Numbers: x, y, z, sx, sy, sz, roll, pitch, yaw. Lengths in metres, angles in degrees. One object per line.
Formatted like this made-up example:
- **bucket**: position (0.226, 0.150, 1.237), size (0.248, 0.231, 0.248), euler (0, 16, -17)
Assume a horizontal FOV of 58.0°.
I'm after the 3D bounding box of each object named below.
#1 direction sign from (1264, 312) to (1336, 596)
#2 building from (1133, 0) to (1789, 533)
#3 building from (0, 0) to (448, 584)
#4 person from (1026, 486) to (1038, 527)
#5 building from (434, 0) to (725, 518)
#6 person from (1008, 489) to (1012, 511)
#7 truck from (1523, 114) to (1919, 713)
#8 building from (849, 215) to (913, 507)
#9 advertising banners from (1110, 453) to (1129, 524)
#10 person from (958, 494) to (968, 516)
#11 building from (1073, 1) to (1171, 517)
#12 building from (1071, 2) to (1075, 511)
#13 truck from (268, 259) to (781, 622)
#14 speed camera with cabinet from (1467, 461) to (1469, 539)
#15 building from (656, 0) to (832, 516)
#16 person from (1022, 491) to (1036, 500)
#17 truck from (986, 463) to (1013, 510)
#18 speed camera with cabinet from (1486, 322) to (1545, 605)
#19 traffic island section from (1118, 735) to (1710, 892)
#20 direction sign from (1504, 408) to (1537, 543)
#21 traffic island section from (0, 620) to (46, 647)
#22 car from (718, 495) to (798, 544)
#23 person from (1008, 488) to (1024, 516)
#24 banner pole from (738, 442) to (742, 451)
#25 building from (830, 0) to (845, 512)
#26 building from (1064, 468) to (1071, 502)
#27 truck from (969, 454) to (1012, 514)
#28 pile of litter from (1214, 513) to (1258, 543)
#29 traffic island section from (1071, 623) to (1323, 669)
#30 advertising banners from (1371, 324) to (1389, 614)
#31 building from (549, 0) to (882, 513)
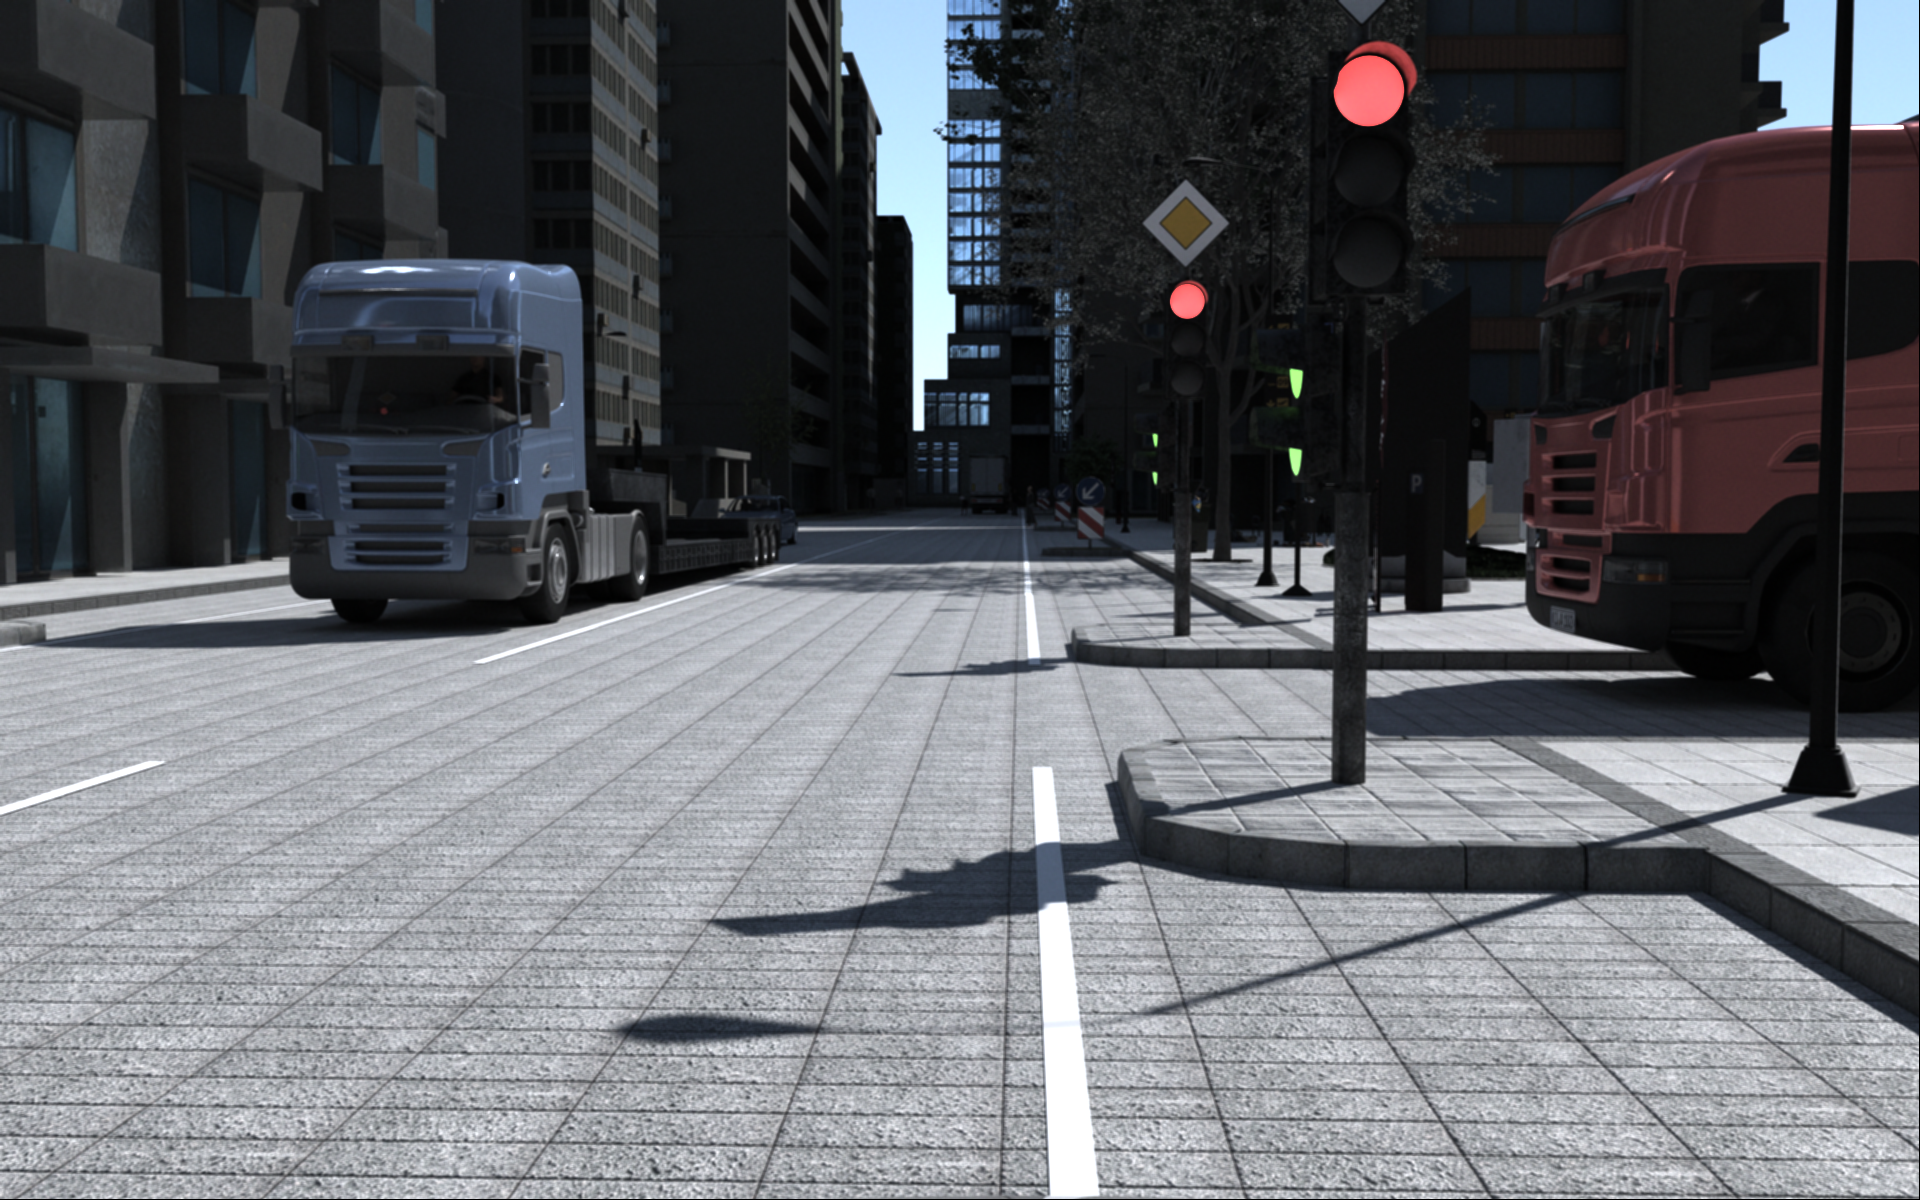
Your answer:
- **direction sign**: position (4.263, -1.823, 21.800), size (0.876, 3.537, 0.379), euler (1, 4, 19)
- **building**: position (18.642, -25.335, 68.854), size (22.147, 44.769, 28.867), euler (0, 4, 2)
- **building**: position (-23.360, -25.151, 30.820), size (23.786, 49.044, 30.456), euler (0, 4, 2)
- **person**: position (3.089, -4.080, 75.629), size (0.534, 1.772, 0.576), euler (-3, 5, -41)
- **building**: position (-25.031, -22.902, 66.329), size (32.217, 40.220, 23.993), euler (0, 4, 2)
- **person**: position (4.326, -8.526, 147.899), size (0.705, 1.824, 1.348), euler (-1, 4, -16)
- **truck**: position (9.283, -1.429, 12.275), size (11.283, 4.237, 2.839), euler (0, 4, 1)
- **building**: position (-12.170, -25.075, 181.671), size (14.107, 30.474, 14.160), euler (0, 4, 2)
- **advertising banners**: position (6.794, -4.754, 73.917), size (0.090, 3.025, 2.074), euler (2, 4, 28)
- **person**: position (0.181, -6.283, 114.423), size (0.799, 1.438, 0.628), euler (1, 4, 17)
- **building**: position (17.991, -29.498, 105.993), size (21.300, 48.544, 21.600), euler (0, 4, 2)
- **building**: position (19.000, -36.009, 130.749), size (21.231, 58.520, 28.212), euler (0, 4, 2)
- **truck**: position (-5.334, -2.232, 26.255), size (2.967, 4.110, 18.799), euler (0, 4, 3)
- **speed camera with cabinet**: position (14.931, -3.299, 48.274), size (0.660, 3.252, 2.038), euler (-2, 4, -24)
- **building**: position (-19.386, -29.253, 101.981), size (21.300, 48.544, 21.600), euler (0, 4, 2)
- **person**: position (5.943, -8.614, 149.426), size (1.348, 1.812, 0.705), euler (2, 4, 26)
- **truck**: position (3.302, -10.379, 158.615), size (2.839, 4.237, 11.283), euler (0, 4, 3)
- **speed camera with cabinet**: position (7.255, -1.601, 20.514), size (2.038, 3.252, 0.660), euler (-2, 4, -28)
- **traffic island section**: position (1.752, 0.891, 7.717), size (2.009, 0.180, 2.903), euler (0, 4, 2)
- **direction sign**: position (14.750, -3.283, 45.676), size (0.876, 3.537, 0.379), euler (0, 4, -4)
- **traffic island section**: position (-9.999, 0.376, 16.126), size (2.009, 0.180, 2.903), euler (0, 4, 2)
- **car**: position (-5.638, -2.221, 48.320), size (2.014, 1.417, 4.499), euler (0, 4, 4)
- **person**: position (3.631, -6.483, 114.504), size (1.348, 1.822, 0.705), euler (-3, 4, -39)
- **banner pole**: position (-10.590, -5.701, 83.224), size (0.401, 3.779, 0.863), euler (0, 4, 5)
- **building**: position (-15.786, -26.714, 120.371), size (14.154, 41.232, 14.086), euler (0, 4, 2)
- **building**: position (19.950, -43.820, 154.710), size (20.563, 71.187, 20.611), euler (0, 4, 2)
- **truck**: position (2.244, -8.511, 128.067), size (2.839, 4.237, 11.283), euler (0, 4, 4)
- **pile of litter**: position (7.409, -1.990, 46.500), size (1.176, 0.858, 1.719), euler (1, 4, 11)
- **traffic island section**: position (2.034, 0.403, 15.697), size (2.009, 0.180, 2.903), euler (0, 4, 2)
- **advertising banners**: position (4.591, -1.392, 18.944), size (0.090, 3.025, 2.074), euler (1, 4, 12)
- **building**: position (-19.332, -28.142, 152.002), size (23.993, 40.220, 32.217), euler (0, 4, 2)
